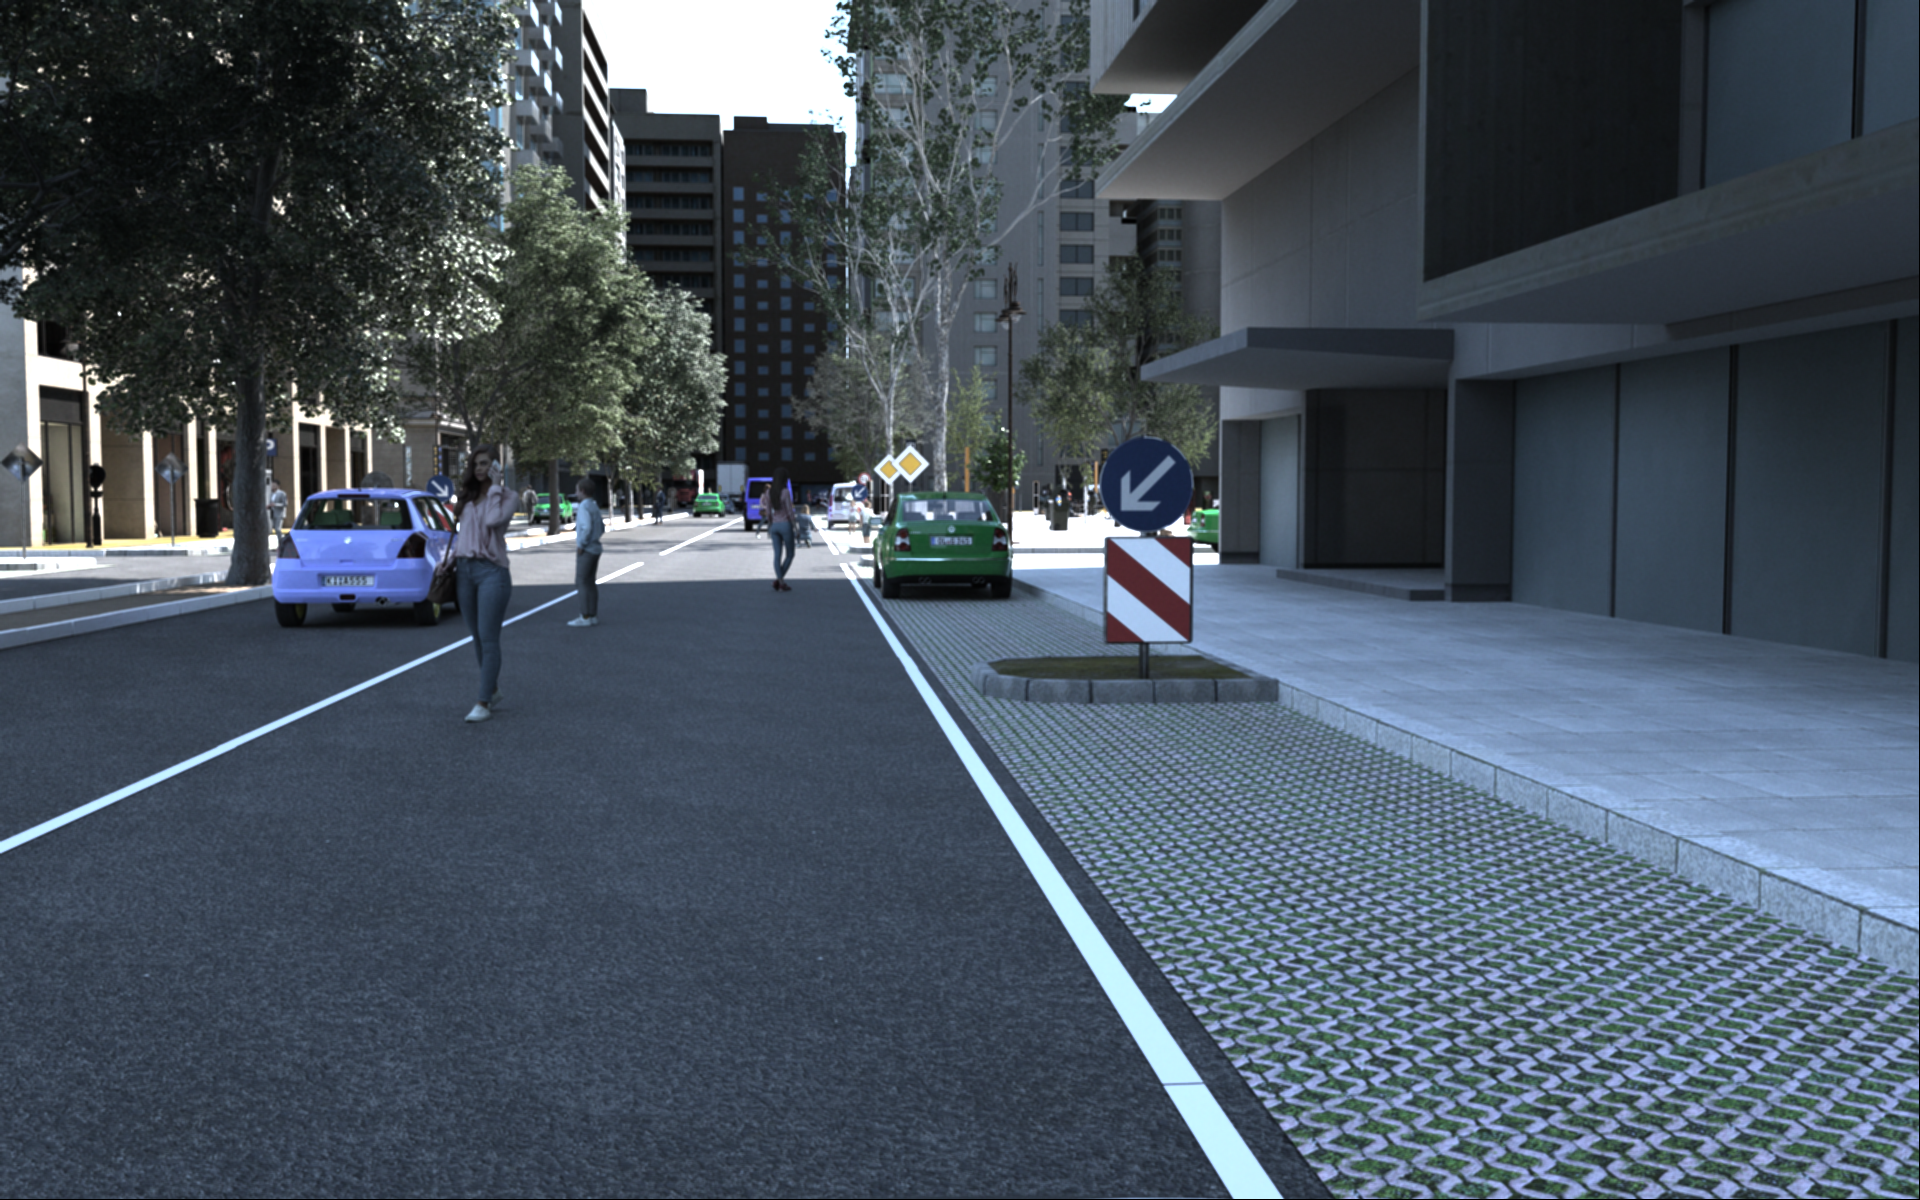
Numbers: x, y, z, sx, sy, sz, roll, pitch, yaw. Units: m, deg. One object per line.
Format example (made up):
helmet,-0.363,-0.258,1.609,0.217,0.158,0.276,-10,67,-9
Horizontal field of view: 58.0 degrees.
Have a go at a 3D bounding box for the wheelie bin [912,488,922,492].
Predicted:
wheelie bin,-2.282,-5.043,90.359,0.693,1.594,0.980,-3,5,-42

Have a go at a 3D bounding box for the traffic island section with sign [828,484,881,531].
traffic island section with sign,-4.034,-3.595,67.411,1.989,1.847,2.006,0,4,-5

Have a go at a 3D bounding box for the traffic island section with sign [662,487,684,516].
traffic island section with sign,-19.393,-6.621,116.391,2.006,1.907,1.989,0,4,-5

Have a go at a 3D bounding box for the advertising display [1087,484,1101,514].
advertising display,8.548,-6.444,110.574,0.974,1.923,0.123,-2,4,-32

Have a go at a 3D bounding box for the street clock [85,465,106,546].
street clock,-21.528,-2.361,43.166,0.471,2.002,0.358,-2,4,-24

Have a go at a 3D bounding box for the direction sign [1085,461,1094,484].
direction sign,8.787,-7.682,117.597,0.379,3.537,0.876,-3,4,-38

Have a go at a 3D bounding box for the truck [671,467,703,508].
truck,-28.915,-11.939,184.119,2.839,4.237,11.283,0,4,-4

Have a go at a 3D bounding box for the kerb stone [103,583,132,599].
kerb stone,-11.743,-0.106,23.963,0.120,0.150,1.000,0,4,-5

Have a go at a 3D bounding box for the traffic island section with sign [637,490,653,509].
traffic island section with sign,-30.544,-9.839,169.503,1.989,1.847,2.006,0,4,-5

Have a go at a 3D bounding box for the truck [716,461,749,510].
truck,-20.142,-10.132,154.566,2.839,4.237,11.283,0,4,-4

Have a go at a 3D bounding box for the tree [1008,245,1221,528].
tree,6.039,-8.033,65.750,8.767,10.594,7.601,0,4,-5

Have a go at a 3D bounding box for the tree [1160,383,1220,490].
tree,14.508,-9.887,112.022,4.737,8.622,4.395,0,3,0

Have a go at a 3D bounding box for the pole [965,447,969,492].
pole,0.308,-4.979,75.246,0.158,3.312,0.155,0,3,0

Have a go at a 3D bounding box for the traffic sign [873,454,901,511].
traffic sign,-1.752,-2.397,42.840,0.795,2.450,0.064,0,4,-5

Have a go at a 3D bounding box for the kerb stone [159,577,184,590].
kerb stone,-11.938,-0.233,26.005,0.120,0.150,1.000,0,4,-5

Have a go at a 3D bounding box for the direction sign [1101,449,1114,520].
direction sign,7.499,-5.797,86.781,0.876,3.537,0.379,1,4,12

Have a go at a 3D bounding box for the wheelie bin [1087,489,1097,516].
wheelie bin,7.724,-5.770,102.254,0.693,1.594,0.980,0,4,8

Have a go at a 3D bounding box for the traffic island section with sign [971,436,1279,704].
traffic island section with sign,1.111,-0.249,12.704,1.989,1.847,2.006,0,4,-5

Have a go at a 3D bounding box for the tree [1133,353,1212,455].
tree,10.564,-8.328,86.522,4.360,8.622,3.978,0,3,0

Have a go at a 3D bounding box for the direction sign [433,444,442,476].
direction sign,-23.955,-5.350,79.466,0.379,3.537,0.876,0,4,5

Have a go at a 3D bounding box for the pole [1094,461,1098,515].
pole,8.504,-7.002,108.326,0.158,3.312,0.155,0,3,0

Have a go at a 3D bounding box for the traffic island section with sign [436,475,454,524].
traffic island section with sign,-12.338,-2.046,41.584,2.006,1.907,1.989,0,4,-5

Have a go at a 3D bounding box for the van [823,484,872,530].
van,-4.583,-3.896,70.715,2.013,2.044,4.112,0,4,-5

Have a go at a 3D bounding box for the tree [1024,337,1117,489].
tree,4.931,-7.825,78.306,4.360,8.622,3.978,0,3,0

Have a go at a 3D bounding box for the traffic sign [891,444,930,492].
traffic sign,-1.003,-1.911,34.890,0.795,2.450,0.064,0,4,-5

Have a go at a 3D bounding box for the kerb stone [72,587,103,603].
kerb stone,-11.648,-0.045,22.938,0.120,0.150,1.000,0,4,-5

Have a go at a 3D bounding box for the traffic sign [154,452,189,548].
traffic sign,-18.773,-2.301,41.264,0.795,2.450,0.064,0,4,-5

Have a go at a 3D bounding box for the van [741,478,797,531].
van,-7.548,-3.920,68.476,2.240,2.365,5.245,0,4,-6

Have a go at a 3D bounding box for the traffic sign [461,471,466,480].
traffic sign,-24.870,-5.357,87.699,0.768,2.556,0.104,0,4,-5

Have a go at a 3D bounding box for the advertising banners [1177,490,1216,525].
advertising banners,9.467,-4.589,71.220,2.074,3.025,0.090,0,3,0

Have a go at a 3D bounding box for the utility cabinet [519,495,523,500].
utility cabinet,-28.702,-6.439,113.950,0.318,1.500,1.173,0,4,-2

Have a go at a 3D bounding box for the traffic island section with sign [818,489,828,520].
traffic island section with sign,-6.567,-5.237,94.247,1.989,1.847,2.006,0,4,-5

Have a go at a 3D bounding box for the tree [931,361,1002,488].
tree,0.383,-8.929,96.358,4.737,8.622,4.395,0,3,0

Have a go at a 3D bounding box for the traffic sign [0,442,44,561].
traffic sign,-18.024,-1.815,33.314,0.795,2.450,0.064,0,4,-5

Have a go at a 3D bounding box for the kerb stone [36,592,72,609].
kerb stone,-11.548,0.017,21.920,0.120,0.150,1.000,0,4,-5

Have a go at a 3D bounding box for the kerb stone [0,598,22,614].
kerb stone,-11.459,0.080,20.894,0.120,0.150,1.000,0,4,-5

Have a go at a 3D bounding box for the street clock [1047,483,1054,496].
street clock,5.983,-6.746,114.863,0.358,2.002,0.471,3,4,36

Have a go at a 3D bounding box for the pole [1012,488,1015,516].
pole,3.172,-6.685,103.149,0.158,3.312,0.155,0,3,0

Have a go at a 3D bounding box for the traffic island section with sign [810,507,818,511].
traffic island section with sign,-13.865,-9.980,171.806,1.989,1.847,2.006,0,4,-5

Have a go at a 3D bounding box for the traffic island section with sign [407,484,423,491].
traffic island section with sign,-20.781,-3.500,65.849,1.989,1.847,2.006,0,4,-5

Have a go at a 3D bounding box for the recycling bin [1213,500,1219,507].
recycling bin,11.445,-4.018,78.242,0.722,1.027,0.722,-1,4,-11

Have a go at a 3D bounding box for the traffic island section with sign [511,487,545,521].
traffic island section with sign,-23.325,-5.153,92.882,1.989,1.847,2.006,0,4,-5

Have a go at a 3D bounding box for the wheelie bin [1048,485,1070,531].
wheelie bin,3.451,-3.194,60.125,0.693,1.594,0.980,-1,4,-14

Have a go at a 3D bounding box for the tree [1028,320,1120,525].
tree,5.058,-7.471,72.511,4.737,8.622,4.395,0,3,0

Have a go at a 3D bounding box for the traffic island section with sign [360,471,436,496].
traffic island section with sign,-11.653,-1.595,34.208,2.006,1.907,1.989,0,4,-5

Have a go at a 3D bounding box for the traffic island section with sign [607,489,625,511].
traffic island section with sign,-28.023,-8.198,142.665,1.989,1.847,2.006,0,4,-5

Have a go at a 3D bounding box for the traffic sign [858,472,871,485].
traffic sign,-5.631,-6.243,102.182,0.768,2.556,0.104,0,4,-1

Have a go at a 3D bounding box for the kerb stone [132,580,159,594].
kerb stone,-11.841,-0.170,24.988,0.120,0.150,1.000,0,4,-5

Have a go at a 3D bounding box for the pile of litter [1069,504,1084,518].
pile of litter,6.135,-4.878,93.724,1.176,0.858,1.719,0,4,-1
